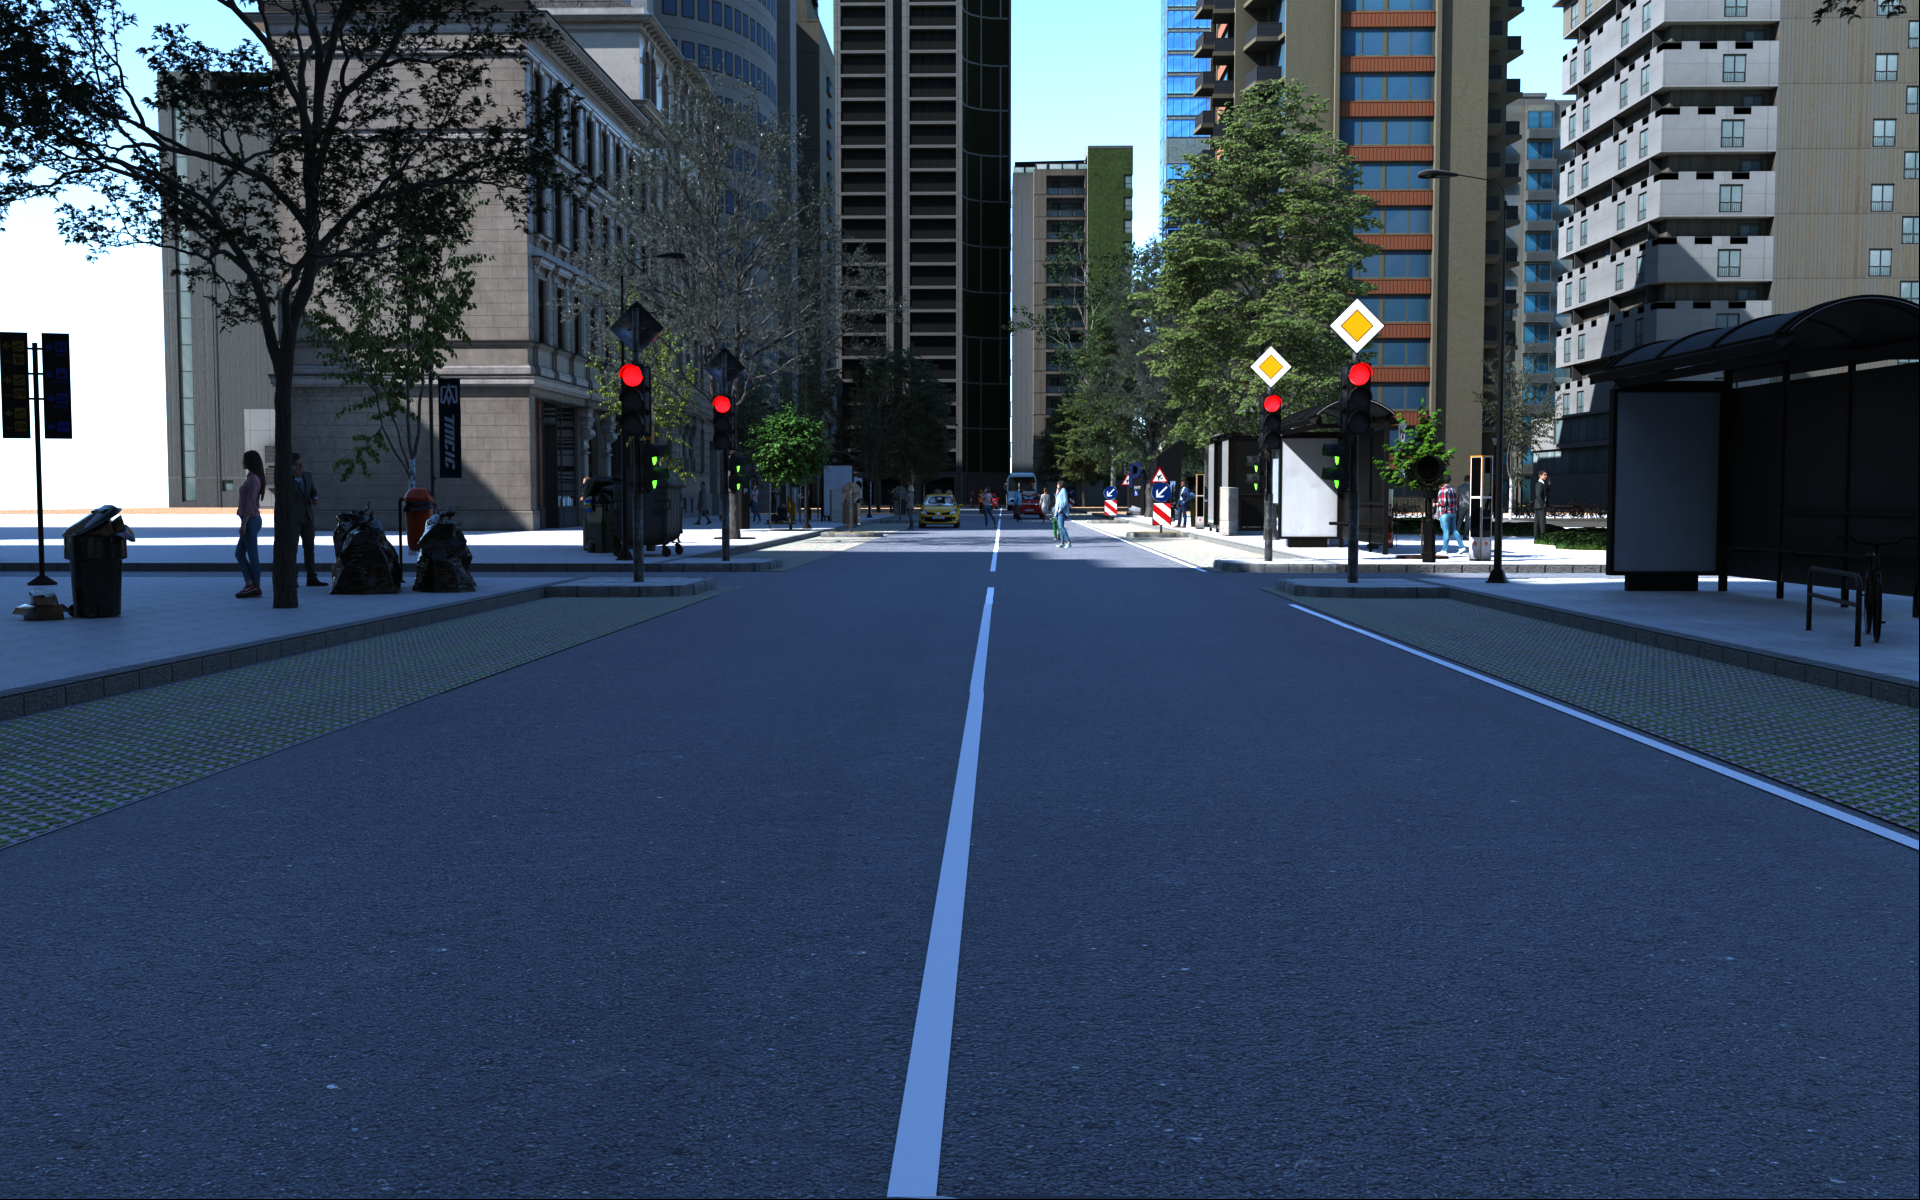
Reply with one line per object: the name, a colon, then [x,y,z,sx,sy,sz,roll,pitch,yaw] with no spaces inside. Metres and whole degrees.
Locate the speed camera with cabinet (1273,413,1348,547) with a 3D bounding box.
speed camera with cabinet: [8.741,-2.953,42.613,2.038,3.252,0.660,-1,4,-14]

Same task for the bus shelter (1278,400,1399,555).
bus shelter: [8.362,-2.759,39.041,2.014,3.302,5.546,0,4,2]

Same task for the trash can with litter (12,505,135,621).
trash can with litter: [-9.112,-0.393,17.820,0.624,1.170,1.055,3,5,39]

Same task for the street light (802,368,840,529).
street light: [-5.125,-5.596,64.029,1.470,5.913,1.316,0,4,1]

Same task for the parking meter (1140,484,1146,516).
parking meter: [10.909,-5.940,102.837,0.255,1.863,0.399,2,4,32]

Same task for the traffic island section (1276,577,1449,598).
traffic island section: [5.713,-0.172,25.097,2.009,0.180,2.903,0,4,1]

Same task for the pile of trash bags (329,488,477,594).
pile of trash bags: [-7.582,-0.859,23.803,1.912,1.369,3.447,-1,4,-13]

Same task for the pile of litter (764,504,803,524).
pile of litter: [-7.465,-3.648,73.610,1.719,0.858,1.176,0,4,-2]

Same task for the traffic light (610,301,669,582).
traffic light: [-4.685,-2.220,25.226,0.839,4.253,0.868,0,4,1]

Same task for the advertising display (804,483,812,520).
advertising display: [-7.623,-4.992,86.836,0.123,1.923,0.974,-2,4,-23]

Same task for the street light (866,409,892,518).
street light: [-4.391,-7.437,94.136,1.470,5.913,1.316,0,4,1]

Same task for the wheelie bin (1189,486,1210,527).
wheelie bin: [9.332,-3.650,67.581,0.980,1.594,0.693,-2,4,-35]

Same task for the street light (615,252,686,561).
street light: [-5.954,-3.722,33.398,1.470,5.913,1.316,0,4,1]

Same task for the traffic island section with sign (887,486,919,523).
traffic island section with sign: [-2.895,-4.696,85.412,1.989,1.847,2.006,0,4,1]

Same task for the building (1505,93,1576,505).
building: [66.696,-36.089,209.661,30.456,49.044,23.786,0,4,1]

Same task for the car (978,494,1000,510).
car: [2.643,-9.346,161.846,2.155,1.783,4.494,0,4,1]

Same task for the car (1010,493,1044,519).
car: [4.017,-5.648,101.380,2.155,1.783,4.494,0,4,1]

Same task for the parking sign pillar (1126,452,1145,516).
parking sign pillar: [10.744,-7.075,104.150,1.447,3.967,1.447,-3,4,-36]

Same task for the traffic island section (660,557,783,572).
traffic island section: [-4.526,-0.677,33.344,2.009,0.180,2.903,0,4,1]

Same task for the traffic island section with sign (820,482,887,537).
traffic island section with sign: [-3.588,-3.016,57.932,1.989,1.847,2.006,0,4,1]

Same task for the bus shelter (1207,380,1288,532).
bus shelter: [9.388,-4.934,58.309,2.179,5.291,8.768,0,4,2]

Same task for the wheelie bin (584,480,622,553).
wheelie bin: [-7.726,-1.834,37.895,0.693,1.594,0.980,3,5,39]

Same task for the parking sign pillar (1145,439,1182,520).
parking sign pillar: [10.193,-5.913,85.156,1.447,3.967,1.447,-1,4,-18]

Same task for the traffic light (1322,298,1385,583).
traffic light: [5.673,-2.206,24.984,0.839,4.253,0.868,0,4,1]

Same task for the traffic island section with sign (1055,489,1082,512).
traffic island section with sign: [8.458,-7.717,134.802,1.989,1.847,2.006,0,4,1]

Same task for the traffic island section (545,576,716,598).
traffic island section: [-4.725,-0.188,25.361,2.009,0.180,2.903,0,4,1]

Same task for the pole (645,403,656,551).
pole: [-6.957,-2.755,38.881,0.158,3.312,0.155,0,3,0]

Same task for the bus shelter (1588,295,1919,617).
bus shelter: [9.317,-1.618,20.378,2.014,3.302,5.546,0,4,1]

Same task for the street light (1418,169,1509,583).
street light: [7.246,-3.204,24.932,1.470,5.913,1.316,0,4,1]

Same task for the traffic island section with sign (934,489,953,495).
traffic island section with sign: [-1.654,-7.754,135.402,1.989,1.847,2.006,0,4,1]

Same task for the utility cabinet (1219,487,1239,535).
utility cabinet: [8.305,-2.734,53.384,0.318,1.500,1.173,1,4,23]

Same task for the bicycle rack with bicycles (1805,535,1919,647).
bicycle rack with bicycles: [8.796,-0.119,15.326,2.852,0.926,2.925,1,4,15]

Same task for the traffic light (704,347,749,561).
traffic light: [-4.486,-2.709,33.208,0.839,4.253,0.868,0,4,1]

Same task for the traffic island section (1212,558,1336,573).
traffic island section: [5.912,-0.660,33.080,2.009,0.180,2.903,0,4,1]

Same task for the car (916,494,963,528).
car: [-0.868,-3.903,74.034,2.015,1.641,3.980,0,4,1]

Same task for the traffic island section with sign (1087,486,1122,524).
traffic island section with sign: [7.201,-4.648,84.617,1.989,1.847,2.006,0,4,1]

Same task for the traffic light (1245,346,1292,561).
traffic light: [5.873,-2.694,32.967,0.839,4.253,0.868,0,4,1]

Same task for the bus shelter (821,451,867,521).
bus shelter: [-5.707,-5.484,83.592,2.014,3.302,5.546,0,4,1]

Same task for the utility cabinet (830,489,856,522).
utility cabinet: [-5.317,-4.283,78.699,1.173,1.500,0.318,-1,4,-22]

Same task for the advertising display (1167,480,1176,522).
advertising display: [9.824,-4.597,80.375,0.123,1.923,0.974,2,4,24]

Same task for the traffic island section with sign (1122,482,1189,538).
traffic island section with sign: [6.534,-3.000,57.670,1.989,1.847,2.006,0,4,1]

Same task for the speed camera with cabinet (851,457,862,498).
speed camera with cabinet: [-6.103,-6.022,92.789,0.660,3.252,2.038,3,4,39]
